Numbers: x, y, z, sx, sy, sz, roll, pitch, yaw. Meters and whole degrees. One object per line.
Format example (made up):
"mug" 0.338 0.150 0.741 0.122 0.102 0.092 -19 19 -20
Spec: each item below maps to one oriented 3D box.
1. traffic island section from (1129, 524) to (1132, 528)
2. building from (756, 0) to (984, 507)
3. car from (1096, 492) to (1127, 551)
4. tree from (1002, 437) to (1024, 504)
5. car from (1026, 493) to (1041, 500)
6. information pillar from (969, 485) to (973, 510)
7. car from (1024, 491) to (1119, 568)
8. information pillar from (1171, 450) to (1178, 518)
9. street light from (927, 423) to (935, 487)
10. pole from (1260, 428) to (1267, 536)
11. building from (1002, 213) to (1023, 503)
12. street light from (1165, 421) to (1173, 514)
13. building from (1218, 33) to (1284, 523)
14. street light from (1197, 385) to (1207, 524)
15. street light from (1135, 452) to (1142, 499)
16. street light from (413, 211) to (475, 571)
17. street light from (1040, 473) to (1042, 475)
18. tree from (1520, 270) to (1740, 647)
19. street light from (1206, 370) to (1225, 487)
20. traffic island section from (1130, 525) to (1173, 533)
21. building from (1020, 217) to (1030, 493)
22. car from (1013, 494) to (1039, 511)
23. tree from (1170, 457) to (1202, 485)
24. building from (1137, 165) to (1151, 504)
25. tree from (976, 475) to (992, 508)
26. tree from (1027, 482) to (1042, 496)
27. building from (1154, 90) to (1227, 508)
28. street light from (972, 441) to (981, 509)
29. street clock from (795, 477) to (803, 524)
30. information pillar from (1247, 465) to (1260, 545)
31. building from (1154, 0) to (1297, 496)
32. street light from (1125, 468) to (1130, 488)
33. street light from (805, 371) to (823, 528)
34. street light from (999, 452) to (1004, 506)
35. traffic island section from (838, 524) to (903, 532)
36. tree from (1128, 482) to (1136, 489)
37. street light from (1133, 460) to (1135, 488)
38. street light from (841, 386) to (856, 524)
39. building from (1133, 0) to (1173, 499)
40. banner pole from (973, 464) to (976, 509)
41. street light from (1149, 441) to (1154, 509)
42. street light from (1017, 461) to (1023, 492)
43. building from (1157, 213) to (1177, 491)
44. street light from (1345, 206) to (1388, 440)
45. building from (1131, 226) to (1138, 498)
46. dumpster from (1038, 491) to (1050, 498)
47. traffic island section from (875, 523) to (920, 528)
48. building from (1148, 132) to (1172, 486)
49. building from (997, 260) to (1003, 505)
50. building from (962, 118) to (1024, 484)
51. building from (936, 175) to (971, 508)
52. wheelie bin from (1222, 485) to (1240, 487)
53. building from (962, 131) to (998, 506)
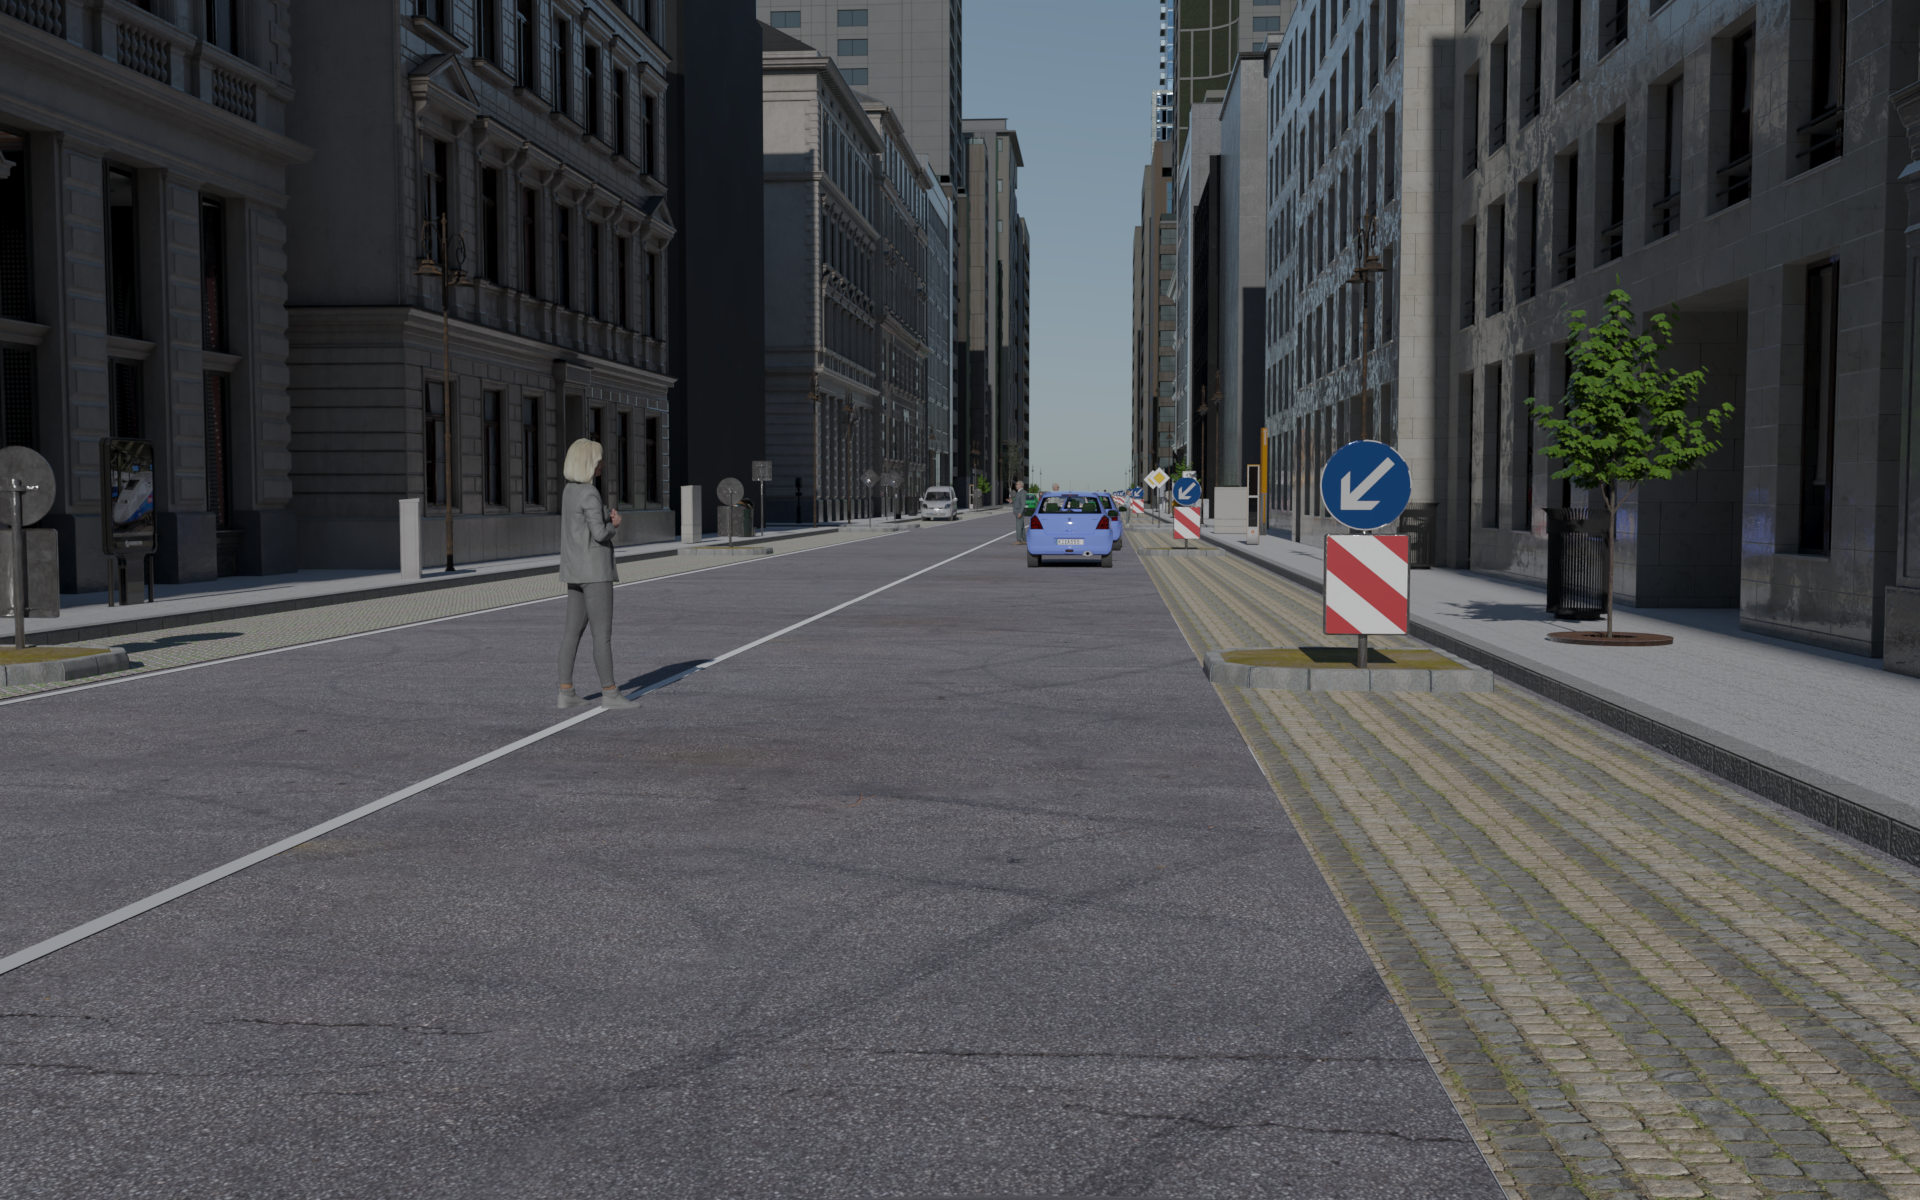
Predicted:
"traffic island section" 8.159 -3.108 73.098 2.009 0.180 2.903 0 4 5
"building" -8.127 -44.928 172.821 20.563 71.187 20.611 0 4 5
"car" 3.387 -2.179 45.213 1.945 1.707 3.694 0 4 6
"tree" 6.226 -16.379 218.161 4.360 8.622 3.978 0 3 0
"car" 5.471 -7.964 139.259 2.155 1.783 4.494 0 4 3
"information pillar" 0.904 -8.218 138.854 0.304 2.012 0.304 -1 4 -11
"car" 2.239 -1.554 34.997 1.945 1.707 3.694 0 4 4
"information pillar" 11.497 -6.194 92.624 0.183 3.616 0.504 3 4 36
"street light" -1.785 -8.456 111.051 0.468 5.910 1.993 0 4 5
"pole" 9.391 -3.652 53.558 0.158 3.312 0.155 0 3 0
"building" 2.478 -37.822 268.500 14.600 45.320 14.200 0 4 5
"street light" 13.257 -8.379 109.778 0.468 5.910 1.993 0 4 5
"building" 27.351 -15.896 78.969 30.058 24.678 14.314 0 4 5
"street light" 10.298 -6.159 73.480 0.468 5.910 1.993 0 4 5
"street light" 19.407 -13.053 186.203 0.468 5.910 1.993 0 4 5
"street light" -8.492 -3.418 28.673 0.468 5.910 1.993 0 4 5
"street light" 14.279 -20.392 306.198 0.468 5.910 1.993 0 4 5
"tree" 5.529 -1.243 14.920 1.663 3.219 1.824 0 3 0
"street light" 9.570 -5.609 64.491 0.468 5.910 1.993 0 4 5
"traffic island section" 7.504 -2.621 65.140 2.009 0.180 2.903 0 4 5
"building" 0.416 -40.541 286.548 21.300 48.544 21.600 0 4 5
"car" 5.183 -7.689 134.506 1.959 1.807 4.718 0 4 7
"tree" 11.700 -5.819 89.745 1.663 3.219 1.824 0 3 0
"building" 36.080 -37.768 241.205 21.300 48.544 21.600 0 4 5
"tree" 1.877 -9.958 157.411 1.663 3.219 1.824 0 3 0
"tree" 12.126 -17.388 278.890 1.663 3.219 1.824 0 3 0
"building" 34.253 -28.568 158.971 32.217 40.220 23.993 0 4 5
"street light" 1.561 -10.873 150.568 0.468 5.910 1.993 0 4 5
"street clock" -6.977 -4.304 74.948 0.358 2.002 0.471 0 4 4
"information pillar" 7.376 -2.388 43.542 0.304 2.012 0.304 1 4 12
"building" 32.344 -46.310 195.424 20.563 71.187 20.611 0 4 5
"street light" 26.402 -18.154 269.610 0.468 5.910 1.993 0 4 5
"street light" -5.468 -5.650 65.159 0.468 5.910 1.993 0 4 5
"street light" 4.442 -13.123 187.343 0.468 5.910 1.993 0 4 5
"traffic island section" -3.450 -2.677 66.042 2.009 0.180 2.903 0 4 5
"tree" 24.706 -15.529 248.493 1.663 3.219 1.824 0 3 0
"street light" 22.567 -15.315 223.182 0.468 5.910 1.993 0 4 5
"street light" -4.761 -6.207 74.272 0.468 5.910 1.993 0 4 5
"building" 38.316 -58.320 266.201 22.319 86.520 31.000 0 4 5
"banner pole" 1.194 -9.441 144.382 0.401 3.779 0.863 1 4 21
"street light" 16.553 -10.807 149.476 0.468 5.910 1.993 0 4 5
"street light" 8.319 -15.942 233.439 0.468 5.910 1.993 0 4 5
"building" 27.495 -24.946 179.576 14.160 30.474 14.107 0 4 5
"street light" 6.581 -3.388 28.182 0.468 5.910 1.993 0 4 5
"building" 40.074 -40.982 293.749 21.300 48.544 21.600 0 4 5
"dumpster" 12.795 -15.504 261.702 1.865 1.857 1.264 0 4 6
"traffic island section" -2.795 -3.163 74.000 2.009 0.180 2.903 0 4 5
"building" 30.670 -34.506 214.284 14.600 45.320 14.200 0 4 5
"building" -2.294 -26.561 205.977 14.160 30.474 14.107 0 4 5
"building" -5.751 -40.272 247.683 28.713 52.752 27.495 0 4 5
"building" -6.579 -23.538 156.552 14.160 30.474 14.107 0 4 5
"wheelie bin" 9.680 -3.292 61.729 0.980 1.594 0.693 -1 4 -12
"building" -3.211 -31.016 190.707 14.154 41.232 14.086 0 4 5
